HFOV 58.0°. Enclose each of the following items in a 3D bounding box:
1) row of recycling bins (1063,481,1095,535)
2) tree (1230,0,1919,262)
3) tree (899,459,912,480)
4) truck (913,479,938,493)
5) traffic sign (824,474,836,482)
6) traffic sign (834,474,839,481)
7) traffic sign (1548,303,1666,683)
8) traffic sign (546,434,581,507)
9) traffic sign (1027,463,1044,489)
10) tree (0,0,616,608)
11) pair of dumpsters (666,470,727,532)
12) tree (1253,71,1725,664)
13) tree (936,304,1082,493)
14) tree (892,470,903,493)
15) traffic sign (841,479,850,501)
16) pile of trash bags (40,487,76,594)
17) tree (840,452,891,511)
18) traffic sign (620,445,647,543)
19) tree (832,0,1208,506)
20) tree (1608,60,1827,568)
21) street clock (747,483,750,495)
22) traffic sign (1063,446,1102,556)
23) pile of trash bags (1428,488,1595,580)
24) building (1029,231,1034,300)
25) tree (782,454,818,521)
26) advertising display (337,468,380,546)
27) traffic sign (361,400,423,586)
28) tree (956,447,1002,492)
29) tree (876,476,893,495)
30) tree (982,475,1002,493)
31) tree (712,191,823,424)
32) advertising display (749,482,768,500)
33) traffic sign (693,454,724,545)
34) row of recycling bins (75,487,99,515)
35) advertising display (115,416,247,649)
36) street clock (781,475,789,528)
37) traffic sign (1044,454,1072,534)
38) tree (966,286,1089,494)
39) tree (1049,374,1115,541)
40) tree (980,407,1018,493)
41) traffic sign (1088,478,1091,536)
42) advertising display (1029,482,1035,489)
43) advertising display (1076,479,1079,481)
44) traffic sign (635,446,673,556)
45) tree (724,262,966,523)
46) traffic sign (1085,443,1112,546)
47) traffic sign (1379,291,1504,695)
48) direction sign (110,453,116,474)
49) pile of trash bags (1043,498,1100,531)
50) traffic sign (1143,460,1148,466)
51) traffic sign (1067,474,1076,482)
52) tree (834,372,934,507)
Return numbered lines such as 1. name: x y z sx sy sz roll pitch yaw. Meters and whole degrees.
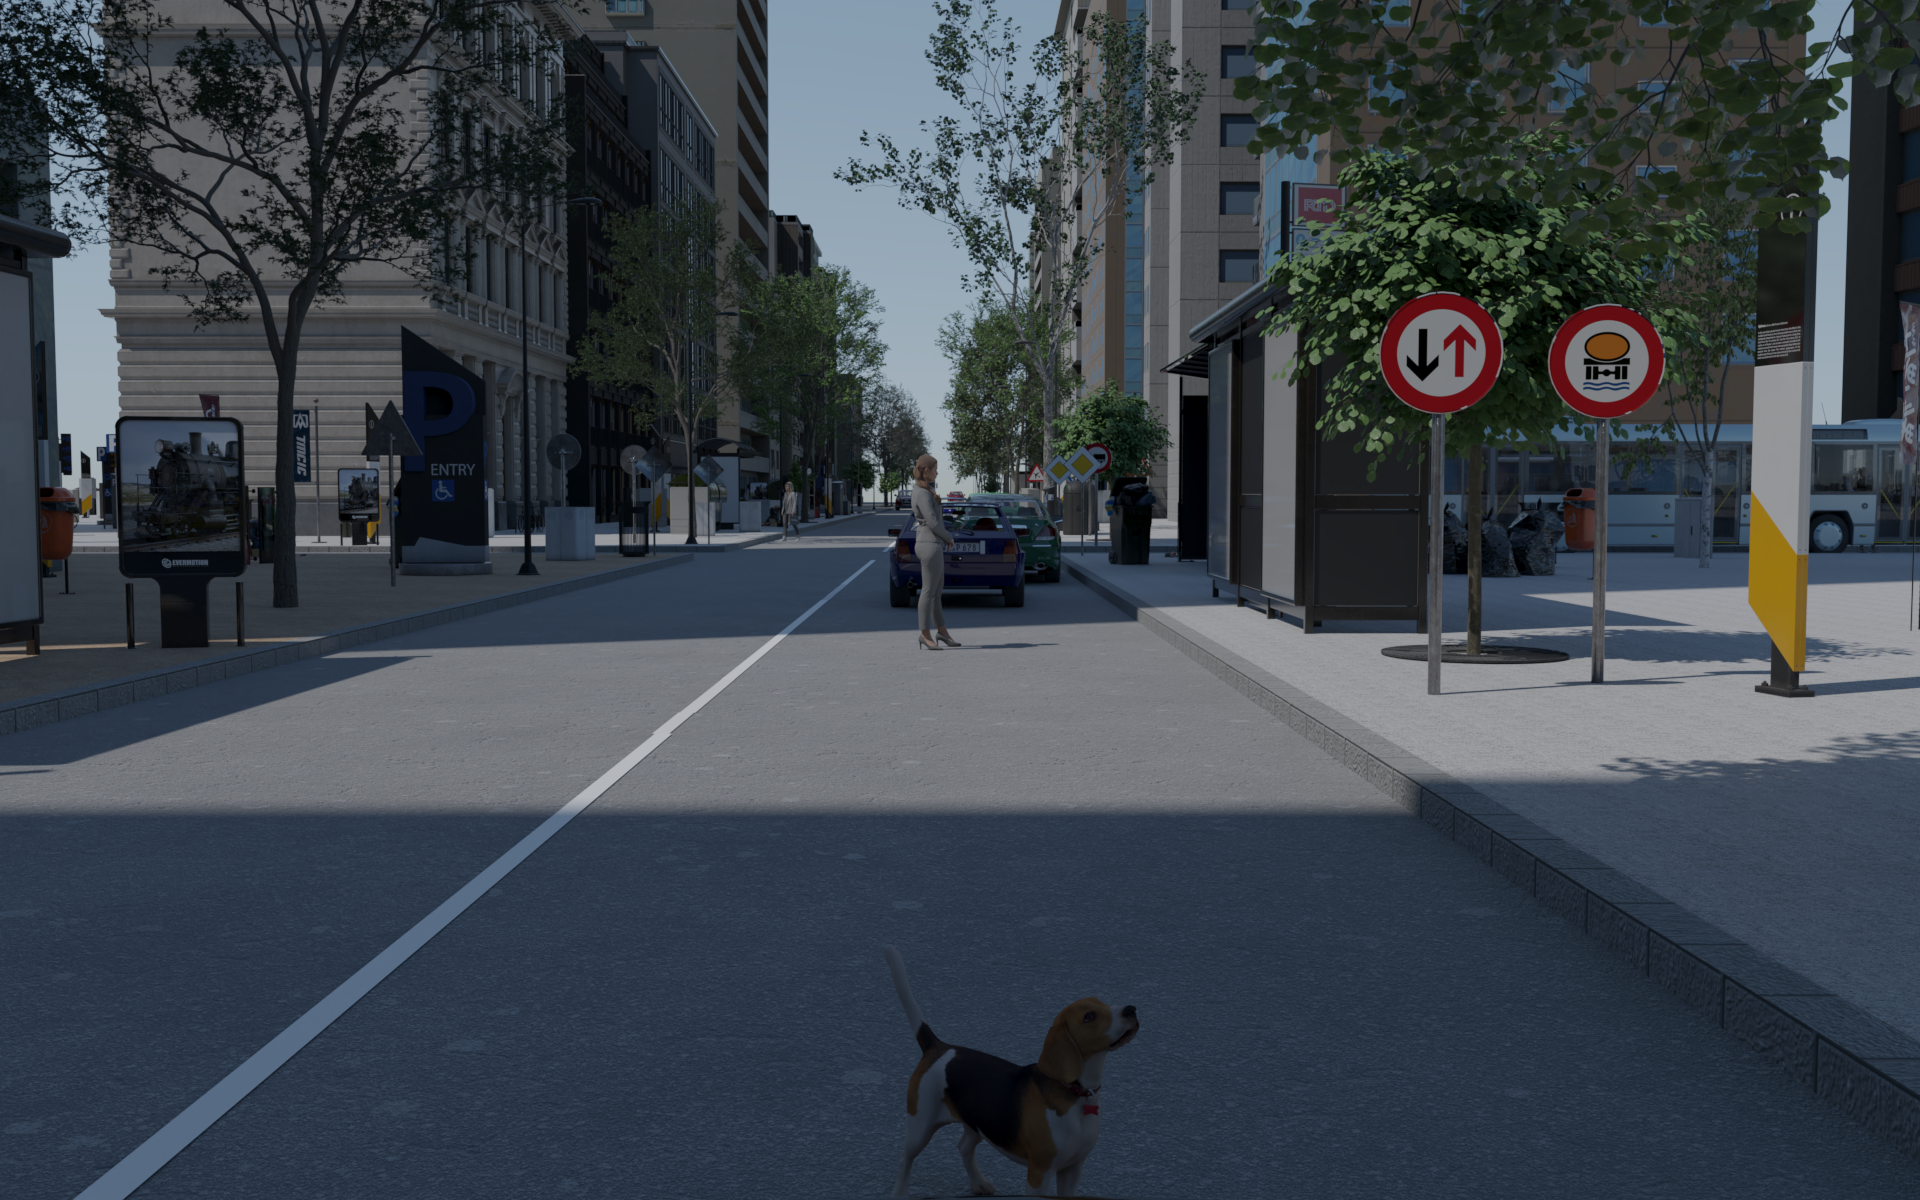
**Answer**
1. row of recycling bins: 3.852 -2.961 55.528 1.069 1.692 3.534 0 4 7
2. tree: 4.008 -5.313 4.992 7.486 12.596 7.792 0 3 0
3. tree: -8.389 -21.073 278.961 7.601 10.594 8.767 -2 4 -35
4. truck: -4.147 -13.783 215.116 2.967 4.110 18.799 0 3 0
5. traffic sign: -8.119 -6.612 108.218 0.768 2.556 0.104 0 4 8
6. traffic sign: -7.898 -6.682 109.260 0.884 2.594 0.081 0 4 5
7. traffic sign: 4.332 -0.709 11.693 0.768 2.556 0.104 0 4 5
8. traffic sign: -8.372 -2.229 36.556 0.768 2.556 0.104 1 4 9
9. traffic sign: 3.234 -4.469 73.069 0.884 2.594 0.081 0 4 2
10. tree: -7.671 -5.172 18.981 8.767 10.594 7.601 0 4 -1
11. pair of dumpsters: -8.826 -3.398 58.047 1.574 2.255 4.437 0 4 0
12. tree: 4.042 -1.833 13.681 4.285 4.588 4.351 0 3 0
13. tree: 2.832 -11.480 104.708 9.611 12.733 9.660 0 3 0
14. tree: -8.651 -14.184 215.616 4.285 4.588 4.351 0 3 0
15. traffic sign: -7.581 -6.892 114.809 0.606 2.300 0.079 0 4 8
16. pile of trash bags: -12.877 -0.757 22.128 3.447 1.369 1.912 0 4 8
17. tree: -7.682 -9.240 134.782 4.285 4.588 4.351 0 3 0
18. traffic sign: -8.480 -2.751 45.092 0.768 2.556 0.104 1 4 9
19. tree: 2.042 -12.781 64.866 12.611 20.169 13.585 0 3 0
20. tree: 12.876 -4.873 30.034 4.737 8.622 4.395 0 3 0
21. street clock: -13.368 -6.502 110.879 0.471 2.002 0.358 -3 5 -40
22. traffic sign: 2.540 -1.979 35.992 0.795 2.450 0.064 0 4 0
23. pile of trash bags: 8.723 -1.062 27.122 1.912 1.369 3.447 -2 4 -24
24. building: 17.627 -35.902 270.591 14.154 41.232 14.086 0 4 0
25. tree: -7.904 -5.414 83.118 1.663 3.219 1.824 0 3 0
26. advertising display: -14.958 -2.317 43.094 0.974 1.923 0.123 -1 4 -23
27. traffic sign: -7.874 -1.467 23.995 0.884 2.594 0.081 0 4 7
28. tree: 3.047 -17.429 219.369 7.601 10.594 8.767 3 4 39
29. tree: -7.398 -10.490 166.119 1.663 3.219 1.824 0 3 0
30. tree: 3.739 -12.967 206.603 1.663 3.219 1.824 0 3 0
31. tree: -7.755 -7.128 50.960 8.767 10.594 7.601 1 4 15
32. advertising display: -10.702 -5.315 92.116 0.974 1.923 0.123 -1 4 -14
33. traffic sign: -6.379 -2.466 43.969 0.795 2.450 0.064 0 4 0
34. row of recycling bins: -53.405 -6.074 106.419 1.069 1.692 3.534 0 4 1
35. advertising display: -6.473 -0.564 14.429 0.974 1.923 0.123 -1 4 -15
36. street clock: -6.532 -3.686 64.836 0.358 2.002 0.471 0 4 -7
37. traffic sign: 2.515 -2.467 43.977 0.795 2.450 0.064 0 4 0
38. tree: 2.765 -9.920 87.944 9.928 11.665 9.643 0 3 0
39. tree: 4.227 -3.906 47.570 4.285 4.588 4.351 0 3 0
40. tree: 2.982 -11.300 135.114 4.360 8.622 3.978 0 3 0
41. traffic sign: 3.992 -3.247 53.190 0.768 2.556 0.104 1 4 9
42. advertising display: 3.948 -5.486 94.904 0.123 1.923 0.974 0 4 -8
43. advertising display: 5.108 -4.214 74.107 0.123 1.923 0.974 1 4 15
44. traffic sign: -6.354 -1.978 35.984 0.795 2.450 0.064 0 4 0
45. tree: -6.742 -9.231 76.687 9.928 11.665 9.643 0 3 0
46. traffic sign: 3.382 -2.618 42.913 0.768 2.556 0.104 0 4 4
47. traffic sign: 3.033 -0.667 11.004 0.768 2.556 0.104 0 4 6
48. direction sign: -33.411 -4.714 69.067 0.876 3.537 0.379 0 4 -6
49. pile of trash bags: 4.465 -3.107 60.550 3.447 1.369 1.912 0 4 4
50. traffic sign: 5.164 -3.079 50.345 0.884 2.594 0.081 0 4 2
51. traffic sign: 5.189 -4.788 78.397 0.768 2.556 0.104 0 4 7
52. tree: -7.667 -16.178 174.885 12.009 13.543 11.850 0 3 0
